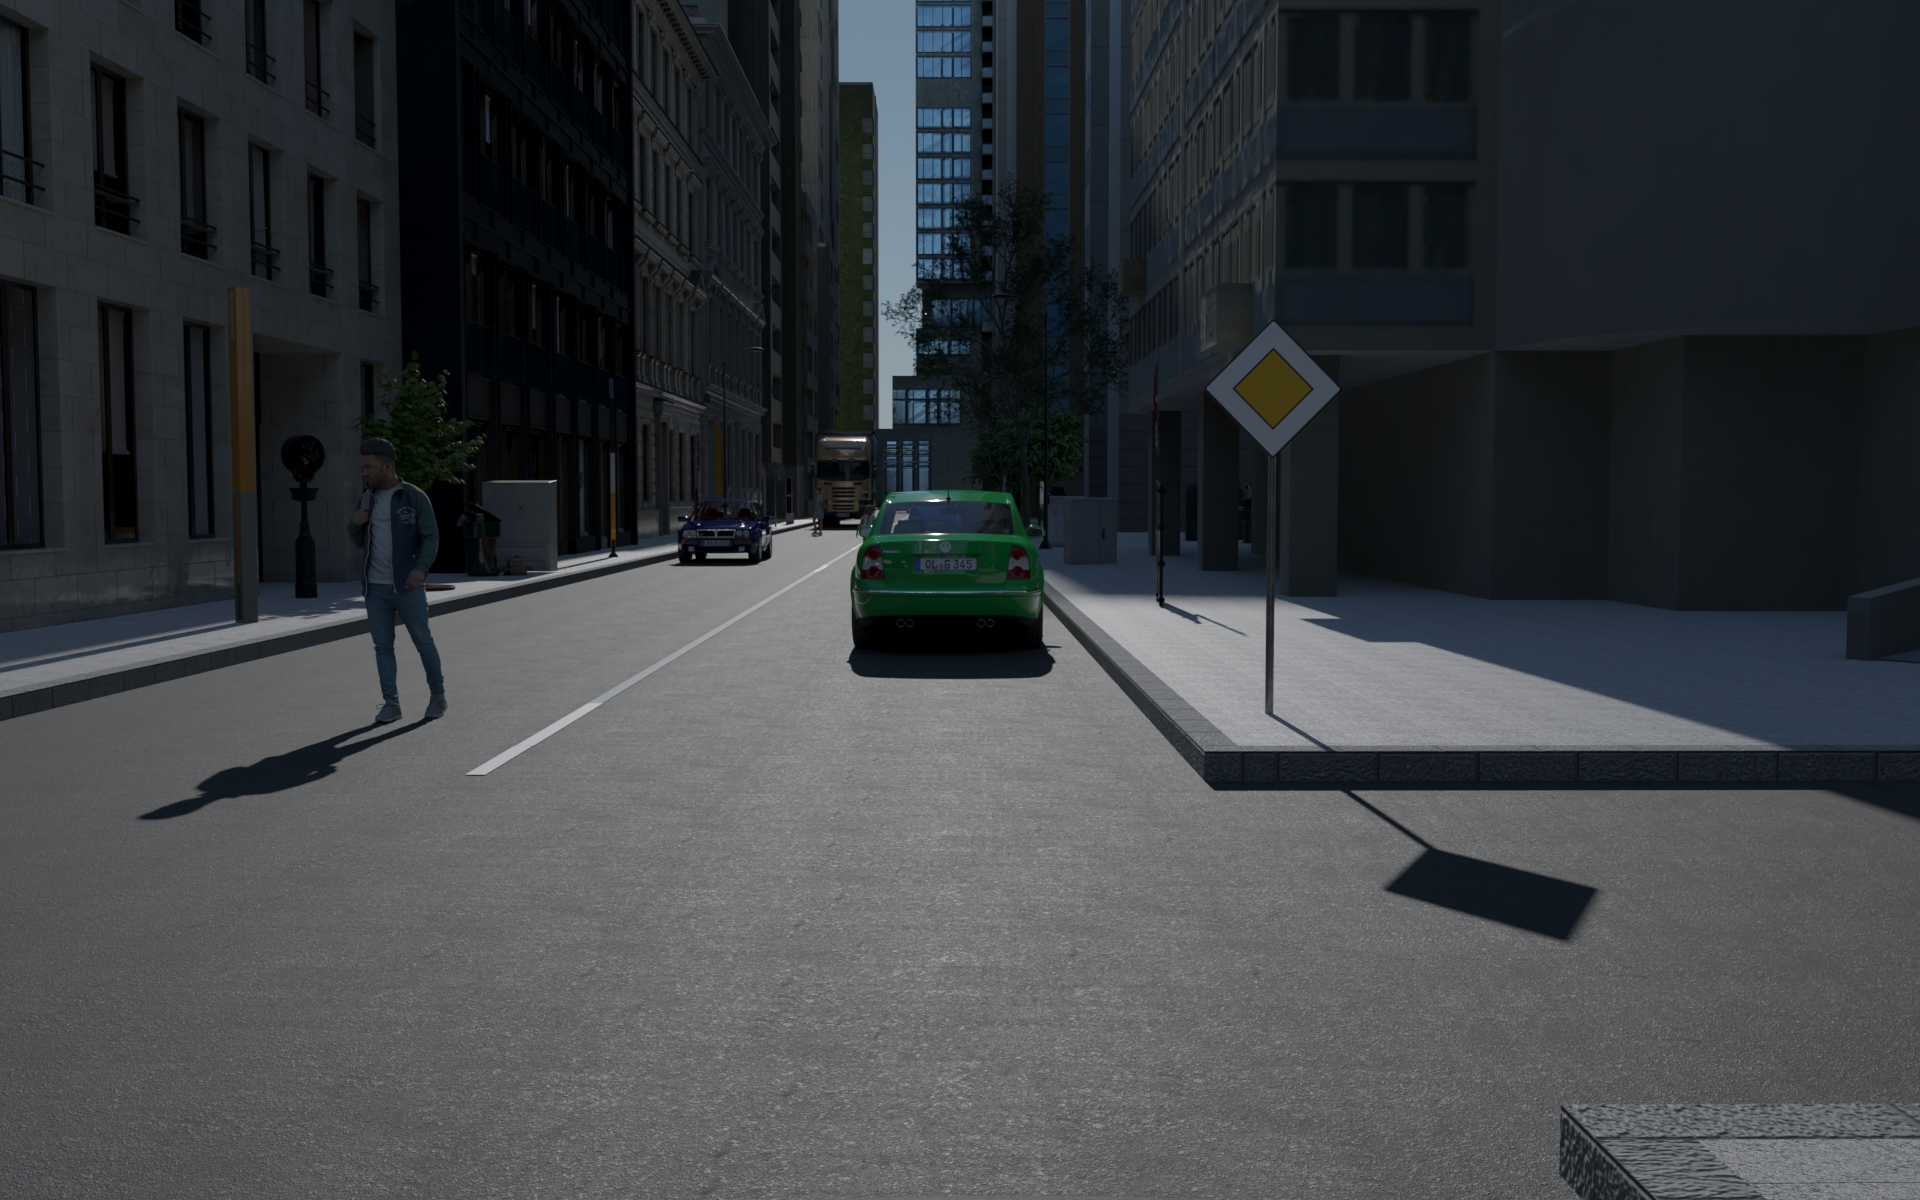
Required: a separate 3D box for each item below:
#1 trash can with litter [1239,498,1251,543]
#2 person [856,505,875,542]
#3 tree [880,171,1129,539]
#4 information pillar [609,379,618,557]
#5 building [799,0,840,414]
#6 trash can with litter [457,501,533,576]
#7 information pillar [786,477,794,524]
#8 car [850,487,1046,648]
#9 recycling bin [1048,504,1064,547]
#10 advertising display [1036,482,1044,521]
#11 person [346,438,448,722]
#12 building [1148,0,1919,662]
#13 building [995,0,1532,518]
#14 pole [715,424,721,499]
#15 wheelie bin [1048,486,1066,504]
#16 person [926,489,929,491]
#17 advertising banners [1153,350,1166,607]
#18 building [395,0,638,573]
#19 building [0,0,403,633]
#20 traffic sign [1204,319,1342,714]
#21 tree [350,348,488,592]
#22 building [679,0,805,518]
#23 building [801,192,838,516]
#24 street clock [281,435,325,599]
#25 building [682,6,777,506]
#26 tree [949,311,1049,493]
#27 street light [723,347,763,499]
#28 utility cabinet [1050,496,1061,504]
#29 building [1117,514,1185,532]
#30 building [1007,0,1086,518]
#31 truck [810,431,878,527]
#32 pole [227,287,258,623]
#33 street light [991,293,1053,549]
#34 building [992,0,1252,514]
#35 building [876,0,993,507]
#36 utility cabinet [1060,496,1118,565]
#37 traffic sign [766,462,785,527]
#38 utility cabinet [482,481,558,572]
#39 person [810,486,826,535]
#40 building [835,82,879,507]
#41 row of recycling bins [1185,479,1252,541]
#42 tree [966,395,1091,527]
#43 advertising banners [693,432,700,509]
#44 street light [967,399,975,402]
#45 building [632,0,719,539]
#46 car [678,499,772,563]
[{"bbox_3d":[7.676,-2.074,45.301,0.624,1.170,1.055,2,4,33],"label":"trash can with litter"},{"bbox_3d":[-1.856,-1.274,34.348,0.505,1.210,0.382,1,4,21],"label":"person"},{"bbox_3d":[1.937,-7.038,49.491,8.767,10.594,7.601,0,4,-3],"label":"tree"},{"bbox_3d":[-7.048,-2.677,35.117,0.183,3.616,0.504,-1,4,-13],"label":"information pillar"},{"bbox_3d":[-23.834,-33.974,144.707,27.495,52.752,28.713,0,4,0],"label":"building"},{"bbox_3d":[-7.299,-0.967,27.202,1.055,1.170,0.624,-3,4,-36],"label":"trash can with litter"},{"bbox_3d":[-7.329,-4.291,74.652,0.304,2.012,0.304,1,4,9],"label":"information pillar"},{"bbox_3d":[-0.092,-0.531,17.475,1.959,1.807,4.718,0,4,1],"label":"car"},{"bbox_3d":[2.542,-1.818,42.280,0.722,1.027,0.722,1,4,11],"label":"recycling bin"},{"bbox_3d":[3.918,-4.751,82.893,0.123,1.923,0.974,2,4,28],"label":"advertising display"},{"bbox_3d":[-3.585,-0.131,10.982,0.623,1.781,0.721,0,4,1],"label":"person"},{"bbox_3d":[15.254,-20.451,26.256,23.993,40.220,32.217,0,4,0],"label":"building"},{"bbox_3d":[18.576,-26.086,118.393,32.217,40.220,23.993,0,4,0],"label":"building"},{"bbox_3d":[-7.094,-3.482,50.775,0.158,3.312,0.155,0,3,0],"label":"pole"},{"bbox_3d":[3.999,-3.931,72.174,0.980,1.594,0.693,-2,4,-35],"label":"wheelie bin"},{"bbox_3d":[-1.912,-5.909,105.908,0.742,1.727,0.445,-3,5,-45],"label":"person"},{"bbox_3d":[2.365,-1.492,20.588,0.090,3.025,2.074,0,4,5],"label":"advertising banners"},{"bbox_3d":[-14.219,-12.566,35.126,12.332,23.373,15.834,0,4,0],"label":"building"},{"bbox_3d":[-14.052,-10.040,18.904,10.420,20.320,16.860,0,4,0],"label":"building"},{"bbox_3d":[1.803,-0.392,10.056,0.795,2.450,0.064,0,4,0],"label":"traffic sign"},{"bbox_3d":[-7.160,-1.745,23.137,1.663,3.219,1.824,0,3,0],"label":"tree"},{"bbox_3d":[-15.928,-19.587,91.952,14.160,30.474,14.107,0,4,0],"label":"building"},{"bbox_3d":[-22.726,-16.428,113.631,27.650,21.520,28.899,0,4,0],"label":"building"},{"bbox_3d":[-8.071,-1.025,21.324,0.358,2.002,0.471,2,4,34],"label":"street clock"},{"bbox_3d":[-14.474,-14.477,72.858,11.583,22.565,21.152,0,4,0],"label":"building"},{"bbox_3d":[1.700,-7.288,69.516,4.360,8.622,3.978,0,3,0],"label":"tree"},{"bbox_3d":[-6.933,-5.043,55.000,1.470,5.913,1.316,0,4,0],"label":"street light"},{"bbox_3d":[3.202,-2.478,51.674,1.020,1.237,0.306,0,4,-3],"label":"utility cabinet"},{"bbox_3d":[15.666,-32.309,70.246,21.231,58.520,28.212,0,4,0],"label":"building"},{"bbox_3d":[9.837,-27.461,99.101,14.600,45.320,14.200,0,4,0],"label":"building"},{"bbox_3d":[-5.121,-5.514,79.065,2.839,4.237,11.283,0,4,-1],"label":"truck"},{"bbox_3d":[-7.124,-1.428,17.199,0.158,3.312,0.155,0,3,0],"label":"pole"},{"bbox_3d":[1.455,-4.140,40.233,1.470,5.913,1.316,0,4,0],"label":"street light"},{"bbox_3d":[13.222,-36.890,145.149,21.231,58.520,28.212,0,4,0],"label":"building"},{"bbox_3d":[7.155,-53.001,179.232,31.000,86.520,22.319,0,4,0],"label":"building"},{"bbox_3d":[2.399,-1.261,31.779,1.020,1.237,0.306,-2,4,-31],"label":"utility cabinet"},{"bbox_3d":[-7.234,-4.146,67.894,0.768,2.556,0.104,0,4,4],"label":"traffic sign"},{"bbox_3d":[-7.221,-1.206,28.403,1.173,1.500,0.318,1,4,12],"label":"utility cabinet"},{"bbox_3d":[-4.973,-3.151,61.028,0.522,1.701,0.512,1,4,8],"label":"person"},{"bbox_3d":[-15.346,-30.093,175.617,14.086,41.232,14.154,0,4,0],"label":"building"},{"bbox_3d":[7.463,-2.525,48.398,1.069,1.692,3.534,3,5,43],"label":"row of recycling bins"},{"bbox_3d":[2.645,-4.434,56.206,4.285,4.588,4.351,0,3,0],"label":"tree"},{"bbox_3d":[-7.569,-3.275,49.730,0.090,3.025,2.074,-1,4,-12],"label":"advertising banners"},{"bbox_3d":[1.030,-6.888,85.162,1.470,5.913,1.316,0,4,0],"label":"street light"},{"bbox_3d":[-13.825,-11.508,52.788,10.561,19.102,19.286,0,4,0],"label":"building"},{"bbox_3d":[-5.042,-1.518,37.403,1.945,1.354,3.894,0,4,-1],"label":"car"}]
